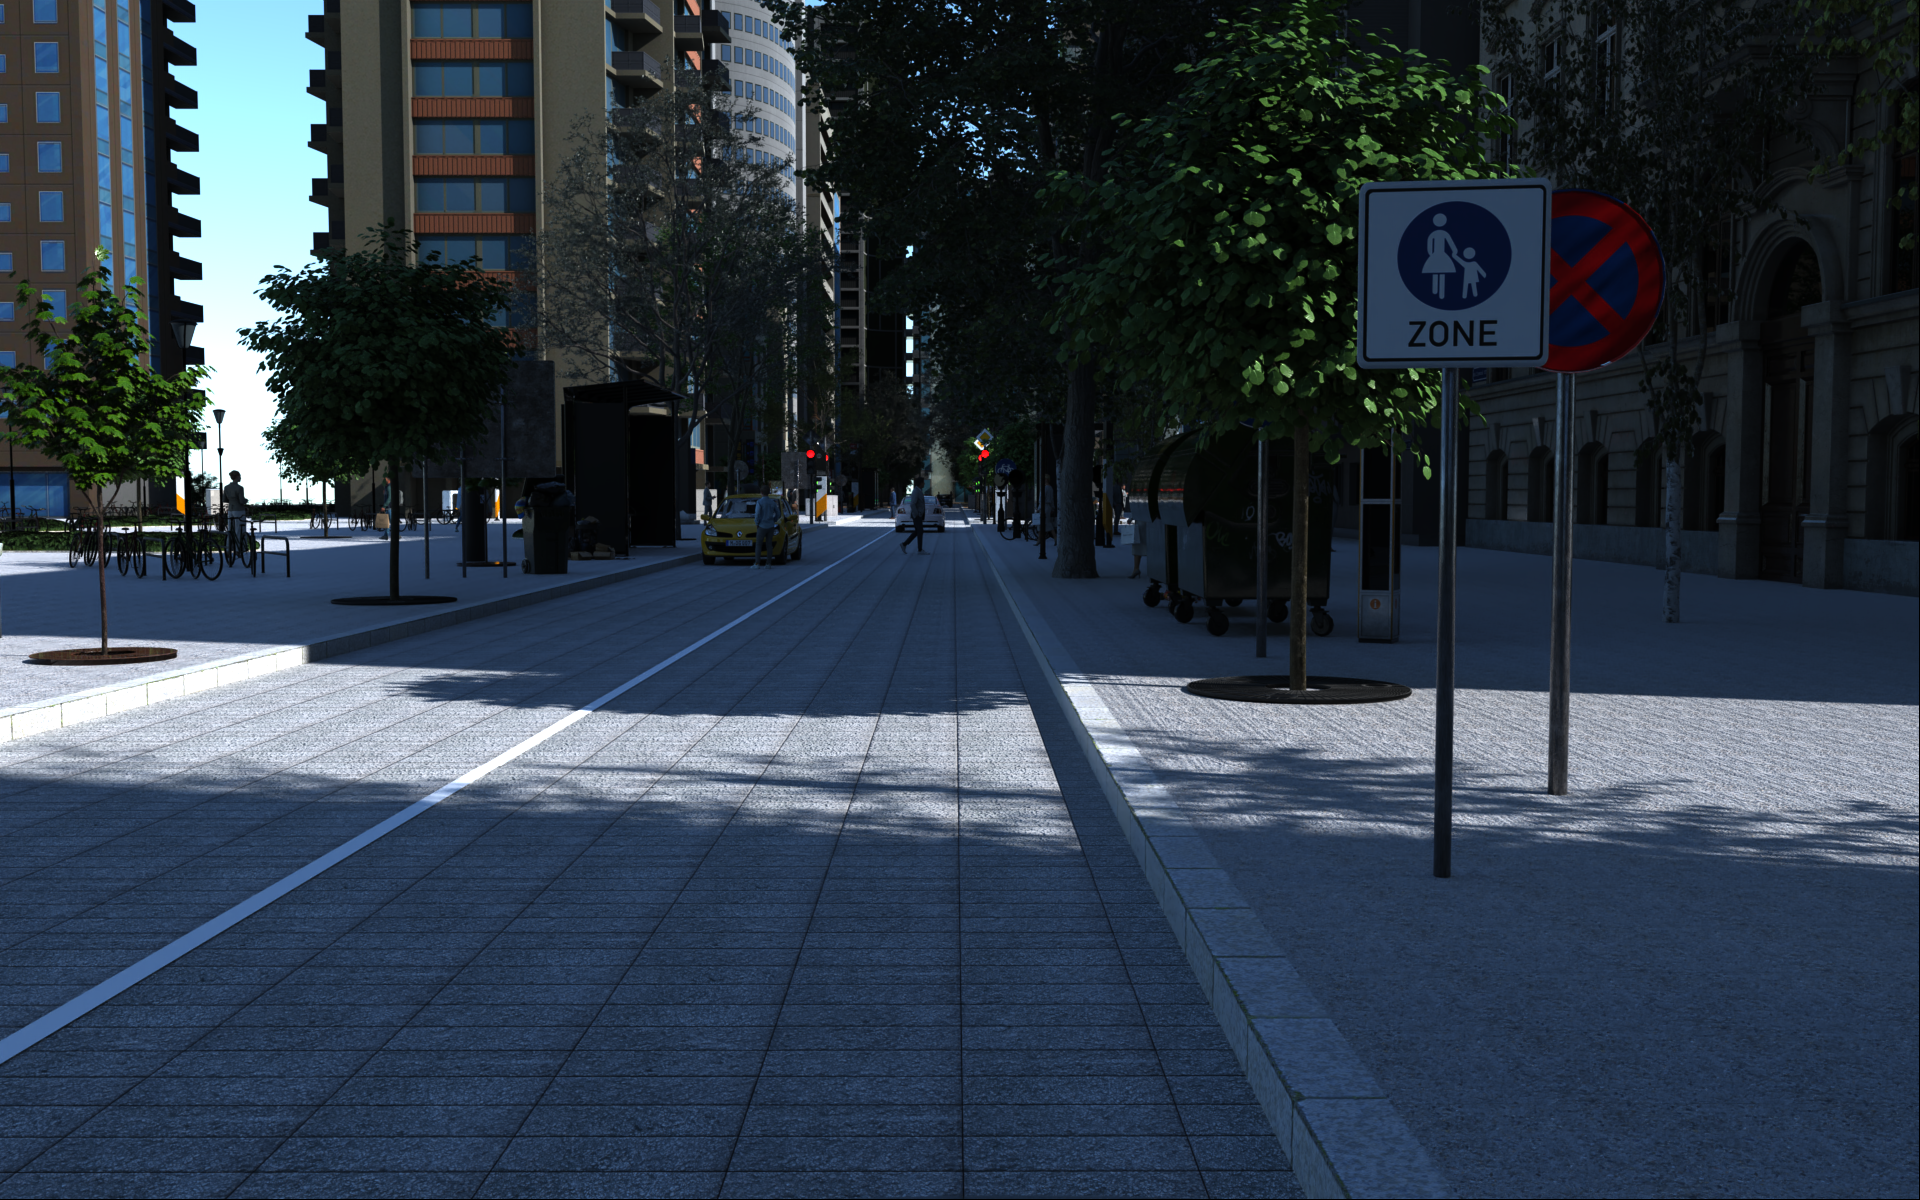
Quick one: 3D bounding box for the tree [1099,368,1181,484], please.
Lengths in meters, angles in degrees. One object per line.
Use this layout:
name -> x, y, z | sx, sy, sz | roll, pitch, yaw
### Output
tree -> 6.592, -6.618, 58.566 | 4.360, 8.622, 3.978 | 0, 3, 0

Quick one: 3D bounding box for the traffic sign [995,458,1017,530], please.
traffic sign -> 1.641, -3.783, 61.954 | 0.768, 2.556, 0.104 | 0, 4, 2

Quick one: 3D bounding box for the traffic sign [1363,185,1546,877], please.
traffic sign -> 1.617, -0.221, 5.743 | 0.606, 2.300, 0.079 | 1, 4, 9

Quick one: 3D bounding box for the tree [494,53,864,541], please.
tree -> -7.807, -8.407, 47.831 | 12.009, 13.543, 11.850 | 0, 3, 0

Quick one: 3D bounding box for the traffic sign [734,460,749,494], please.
traffic sign -> -8.331, -3.977, 65.125 | 0.768, 2.556, 0.104 | 0, 4, 3

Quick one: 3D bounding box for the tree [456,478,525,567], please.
tree -> -8.449, -2.212, 30.775 | 1.663, 3.219, 1.824 | 0, 3, 0

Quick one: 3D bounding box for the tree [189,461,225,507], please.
tree -> -63.110, -14.050, 131.543 | 13.155, 14.587, 18.604 | -1, 4, -21

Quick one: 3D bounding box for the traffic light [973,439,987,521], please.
traffic light -> 1.017, -5.681, 81.801 | 0.839, 4.253, 0.868 | 0, 4, 0

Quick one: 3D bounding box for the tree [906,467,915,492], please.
tree -> -7.078, -16.119, 213.907 | 4.737, 8.622, 4.395 | 0, 3, 0

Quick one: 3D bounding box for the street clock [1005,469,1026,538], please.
street clock -> 1.658, -2.800, 50.347 | 0.471, 2.002, 0.358 | 1, 4, 21

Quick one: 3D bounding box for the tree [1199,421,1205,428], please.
tree -> 6.725, -5.896, 46.762 | 4.737, 8.622, 4.395 | 0, 3, 0

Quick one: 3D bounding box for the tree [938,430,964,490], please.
tree -> 2.181, -17.734, 206.964 | 9.611, 12.733, 9.660 | 0, 3, 0

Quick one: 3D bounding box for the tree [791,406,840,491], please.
tree -> -11.420, -11.474, 137.969 | 4.737, 8.622, 4.395 | 0, 3, 0

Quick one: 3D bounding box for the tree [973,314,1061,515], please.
tree -> 1.623, -12.036, 107.164 | 12.009, 13.543, 11.850 | 0, 3, 0

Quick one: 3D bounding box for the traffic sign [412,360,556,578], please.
traffic sign -> -7.295, -1.995, 26.494 | 2.265, 3.308, 0.079 | 0, 4, 5

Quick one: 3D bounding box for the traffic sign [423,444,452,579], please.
traffic sign -> -8.075, -1.601, 26.183 | 0.884, 2.594, 0.081 | 0, 4, 3

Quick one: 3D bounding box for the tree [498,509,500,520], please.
tree -> -23.523, -8.359, 87.027 | 4.737, 8.622, 4.395 | 0, 3, 0

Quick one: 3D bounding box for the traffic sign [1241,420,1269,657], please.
traffic sign -> 2.372, -0.823, 13.555 | 0.768, 2.556, 0.104 | 1, 4, 9

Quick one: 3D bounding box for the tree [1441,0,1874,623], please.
tree -> 6.863, -4.079, 17.046 | 4.360, 8.622, 3.978 | 0, 3, 0

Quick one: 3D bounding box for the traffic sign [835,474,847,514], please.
traffic sign -> -7.707, -6.874, 112.498 | 0.768, 2.556, 0.104 | 0, 4, 1

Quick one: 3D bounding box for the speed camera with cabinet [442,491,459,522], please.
speed camera with cabinet -> -23.422, -5.339, 81.632 | 0.660, 3.252, 2.038 | 2, 4, 33

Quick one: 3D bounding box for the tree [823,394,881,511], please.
tree -> -7.795, -10.832, 127.468 | 4.360, 8.622, 3.978 | 0, 3, 0

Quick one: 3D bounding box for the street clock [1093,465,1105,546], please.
street clock -> 3.470, -2.338, 42.803 | 0.471, 2.002, 0.358 | 2, 4, 30

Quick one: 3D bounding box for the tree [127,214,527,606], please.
tree -> -6.781, -2.245, 20.422 | 4.285, 4.588, 4.351 | 0, 3, 0

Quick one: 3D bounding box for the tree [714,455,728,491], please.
tree -> -16.079, -8.578, 123.961 | 4.285, 4.588, 4.351 | 0, 3, 0

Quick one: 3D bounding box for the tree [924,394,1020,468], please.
tree -> 1.637, -11.851, 128.172 | 8.767, 10.594, 7.601 | -1, 4, -18

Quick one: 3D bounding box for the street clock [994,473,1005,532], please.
street clock -> 1.397, -3.317, 58.808 | 0.471, 2.002, 0.358 | 3, 4, 36

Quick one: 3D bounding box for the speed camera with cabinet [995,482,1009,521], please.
speed camera with cabinet -> 1.961, -5.358, 81.936 | 0.660, 3.252, 2.038 | 0, 4, 5

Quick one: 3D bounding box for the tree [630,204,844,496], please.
tree -> -7.762, -8.187, 59.606 | 9.928, 11.665, 9.643 | 0, 3, 0

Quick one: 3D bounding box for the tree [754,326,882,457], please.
tree -> -8.035, -9.815, 94.892 | 8.767, 10.594, 7.601 | 3, 5, 40

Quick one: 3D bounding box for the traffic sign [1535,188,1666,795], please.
traffic sign -> 2.557, -0.442, 7.333 | 0.768, 2.556, 0.104 | 0, 4, 5

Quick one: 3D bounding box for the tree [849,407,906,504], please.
tree -> -7.382, -11.900, 144.930 | 4.737, 8.622, 4.395 | 0, 3, 0

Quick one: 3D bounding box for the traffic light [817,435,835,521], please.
traffic light -> -6.344, -5.678, 81.760 | 0.839, 4.253, 0.868 | 0, 4, 0

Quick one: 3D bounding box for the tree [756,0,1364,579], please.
tree -> 1.795, -7.318, 26.302 | 9.857, 13.997, 8.962 | 0, 3, 0

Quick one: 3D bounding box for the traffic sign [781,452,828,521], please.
traffic sign -> -7.495, -5.491, 83.643 | 2.265, 3.308, 0.079 | 0, 4, 2

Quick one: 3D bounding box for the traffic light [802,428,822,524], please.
traffic light -> -6.317, -5.190, 73.775 | 0.839, 4.253, 0.868 | 0, 4, 0

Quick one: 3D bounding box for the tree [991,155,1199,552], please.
tree -> 2.295, -5.345, 37.754 | 4.737, 8.622, 4.395 | 0, 3, 0

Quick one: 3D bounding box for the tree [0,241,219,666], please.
tree -> -6.506, -1.146, 13.343 | 1.663, 3.219, 1.824 | 0, 3, 0

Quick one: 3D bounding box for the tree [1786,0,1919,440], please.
tree -> 7.646, -3.792, 12.366 | 4.737, 8.622, 4.395 | 0, 3, 0

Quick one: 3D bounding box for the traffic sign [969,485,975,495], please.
traffic sign -> 1.060, -9.243, 151.129 | 0.884, 2.594, 0.081 | 0, 4, 3

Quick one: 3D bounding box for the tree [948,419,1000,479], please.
tree -> 1.927, -15.768, 175.935 | 7.486, 12.596, 7.792 | 0, 3, 0

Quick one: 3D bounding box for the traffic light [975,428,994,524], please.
traffic light -> 1.044, -5.192, 73.816 | 0.839, 4.253, 0.868 | 0, 4, 0

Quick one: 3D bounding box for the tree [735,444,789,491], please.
tree -> -12.016, -7.933, 113.414 | 4.285, 4.588, 4.351 | 0, 3, 0

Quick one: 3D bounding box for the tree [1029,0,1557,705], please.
tree -> 2.257, -1.672, 11.058 | 4.285, 4.588, 4.351 | 0, 3, 0
